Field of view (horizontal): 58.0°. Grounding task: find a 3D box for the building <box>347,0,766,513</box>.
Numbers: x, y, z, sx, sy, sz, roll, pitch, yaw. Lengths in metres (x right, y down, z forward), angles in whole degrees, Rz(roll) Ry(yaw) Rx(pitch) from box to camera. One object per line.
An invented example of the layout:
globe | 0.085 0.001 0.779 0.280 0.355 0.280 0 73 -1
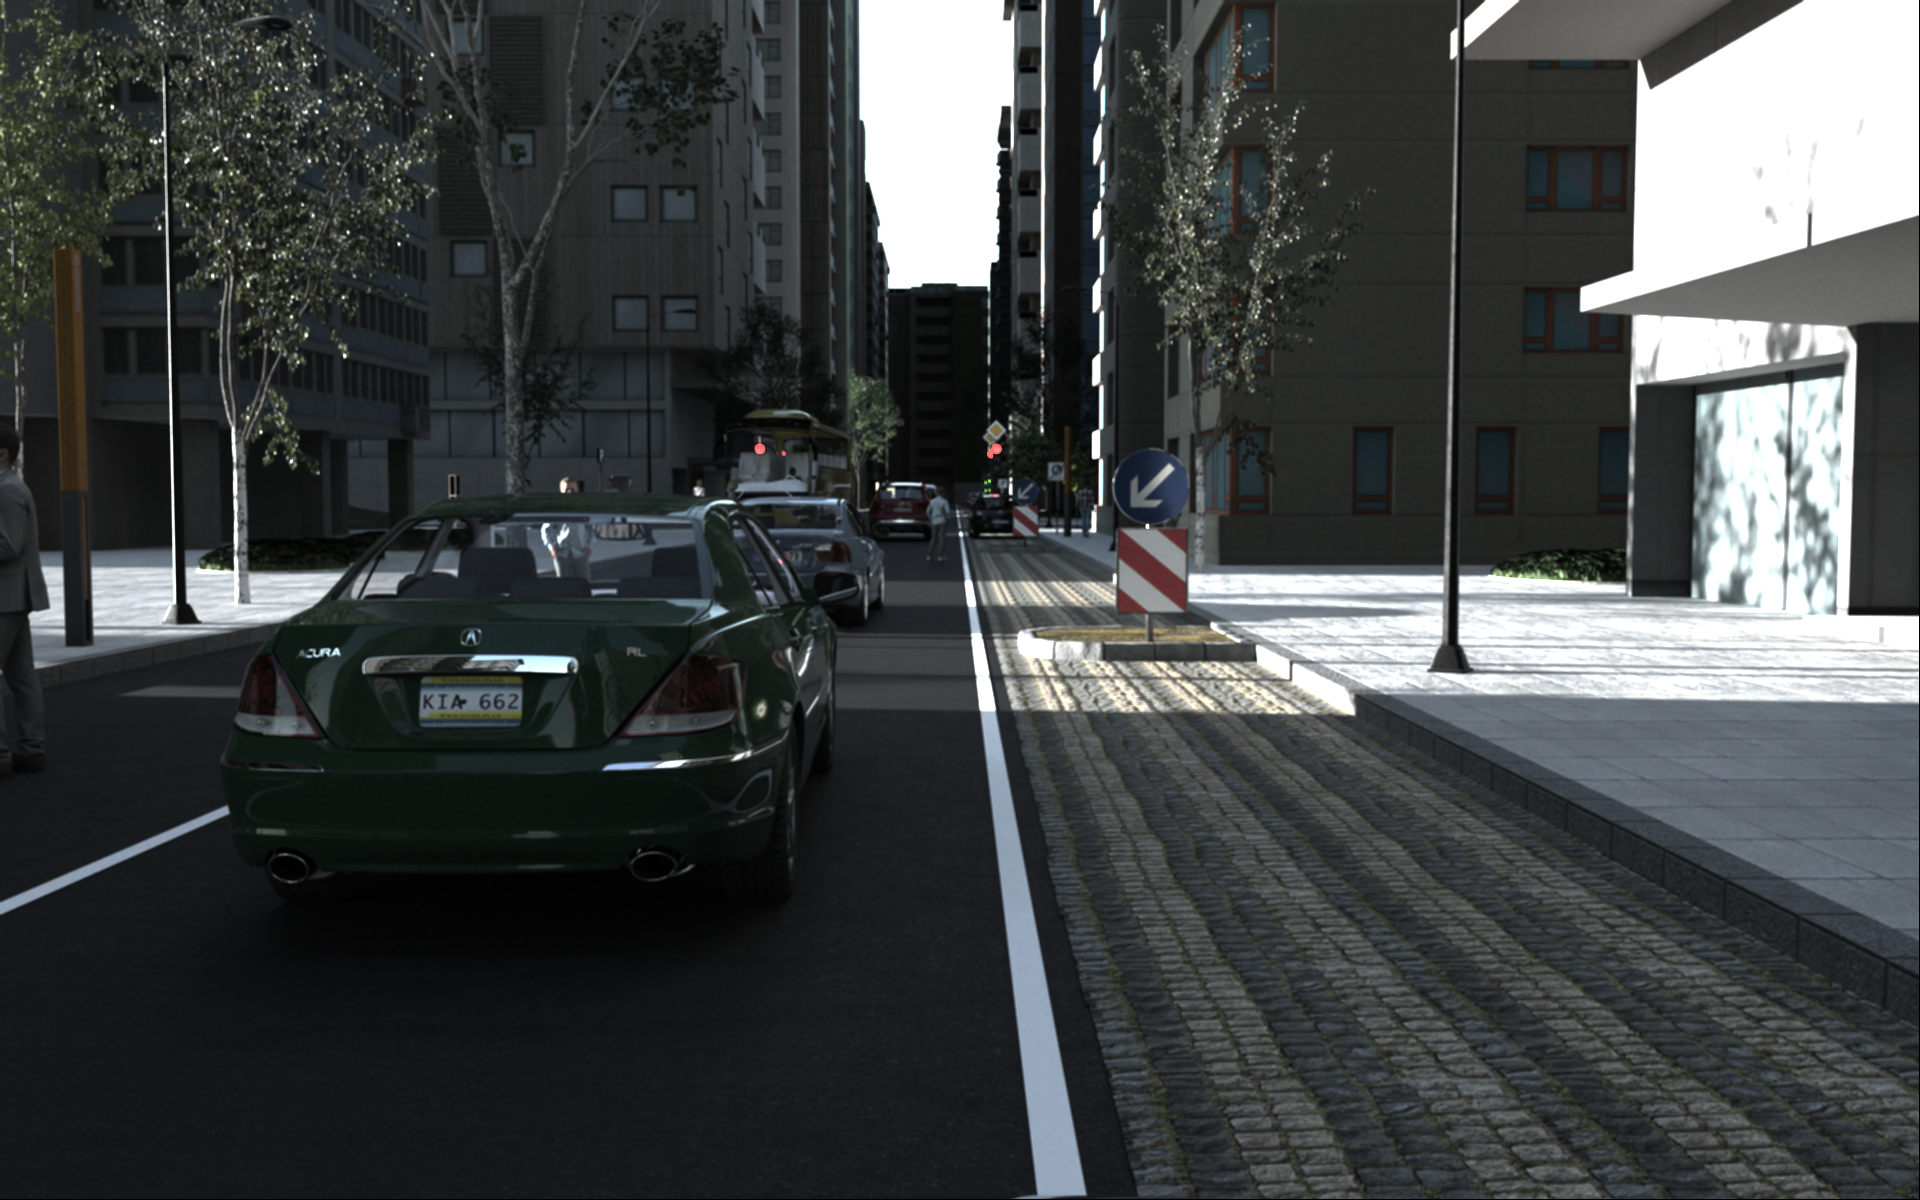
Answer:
building | -25.646 -31.116 97.991 28.713 52.752 27.495 0 4 0

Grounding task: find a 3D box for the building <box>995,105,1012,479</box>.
building | 15.157 -32.959 193.496 22.147 44.769 28.867 0 4 0

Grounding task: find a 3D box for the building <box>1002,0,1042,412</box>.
building | 18.712 -35.223 165.135 28.713 52.752 27.495 0 4 0

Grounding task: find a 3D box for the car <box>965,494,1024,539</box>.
car | 1.185 -2.845 56.296 2.009 1.686 4.222 0 4 -2

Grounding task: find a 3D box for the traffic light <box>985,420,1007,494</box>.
traffic light | 1.353 -4.687 65.554 0.839 4.253 0.868 0 4 0

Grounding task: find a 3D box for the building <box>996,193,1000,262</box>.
building | 12.253 -36.046 239.457 14.200 45.320 14.600 0 4 0

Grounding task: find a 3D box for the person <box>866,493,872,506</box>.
person | -9.611 -10.610 182.754 0.697 1.427 0.421 1 4 11

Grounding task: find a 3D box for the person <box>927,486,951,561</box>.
person | -0.439 -1.650 37.289 0.589 1.601 0.330 2 4 33

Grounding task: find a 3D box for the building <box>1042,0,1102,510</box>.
building | 12.080 -27.647 102.145 14.600 45.320 14.200 0 4 0

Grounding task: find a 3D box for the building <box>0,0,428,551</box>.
building | -28.429 -21.767 47.772 23.993 40.220 32.217 0 4 0

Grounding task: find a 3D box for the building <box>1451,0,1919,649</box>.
building | 19.475 -25.610 7.962 28.713 52.752 27.495 0 4 0

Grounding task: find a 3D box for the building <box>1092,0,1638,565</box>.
building | 18.458 -12.233 45.042 27.650 21.520 28.899 0 4 0

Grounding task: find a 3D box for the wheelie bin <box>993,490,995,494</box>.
wheelie bin | 2.825 -8.304 143.671 0.693 1.594 0.980 0 4 -4

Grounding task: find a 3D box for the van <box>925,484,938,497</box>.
van | -1.659 -4.288 77.126 2.013 2.044 4.112 0 4 -1

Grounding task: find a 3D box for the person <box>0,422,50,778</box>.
person | -4.963 -0.007 8.808 0.583 1.804 0.606 -2 4 -32

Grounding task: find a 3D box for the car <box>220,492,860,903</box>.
car | -1.522 0.262 7.520 2.131 1.459 4.920 0 4 -1

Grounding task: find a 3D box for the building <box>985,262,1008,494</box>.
building | 10.643 -27.169 215.920 14.160 30.474 14.107 0 4 0

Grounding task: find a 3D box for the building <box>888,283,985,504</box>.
building | -2.968 -28.633 239.852 14.107 30.474 14.160 0 4 0

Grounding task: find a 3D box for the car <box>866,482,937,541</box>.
car | -1.819 -2.798 54.423 2.281 1.827 5.304 0 4 -2

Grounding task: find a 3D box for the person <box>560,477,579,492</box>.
person | -3.983 -0.455 17.748 0.589 1.601 0.330 -1 4 -9

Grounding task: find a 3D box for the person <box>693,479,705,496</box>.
person | -9.898 -3.661 65.778 0.514 1.842 0.818 0 4 1

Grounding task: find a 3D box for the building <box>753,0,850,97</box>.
building | -15.487 -27.126 127.110 14.154 41.232 14.086 0 4 0

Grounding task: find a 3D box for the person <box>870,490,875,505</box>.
person | -9.383 -10.868 184.454 1.217 1.735 0.721 -1 4 -14

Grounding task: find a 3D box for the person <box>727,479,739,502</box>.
person | -5.719 -2.129 43.489 0.728 1.800 0.709 0 4 -6

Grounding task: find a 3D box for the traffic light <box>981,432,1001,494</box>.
traffic light | 1.329 -5.175 73.539 0.839 4.253 0.868 0 4 0

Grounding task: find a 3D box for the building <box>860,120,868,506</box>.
building | -17.283 -30.597 183.853 14.154 41.232 14.086 0 4 0

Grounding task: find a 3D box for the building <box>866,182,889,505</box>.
building | -21.551 -31.532 207.434 23.993 40.220 32.217 0 4 0

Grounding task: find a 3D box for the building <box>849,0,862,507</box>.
building | -20.531 -37.905 161.739 21.231 58.520 28.212 0 4 0

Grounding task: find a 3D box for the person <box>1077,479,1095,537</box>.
person | 3.749 -2.738 51.647 0.563 1.720 0.643 2 4 32

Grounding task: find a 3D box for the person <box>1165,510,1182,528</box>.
person | 3.834 -1.504 30.978 0.444 1.785 0.601 1 4 20

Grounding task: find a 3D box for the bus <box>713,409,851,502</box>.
bus | -5.187 -3.805 53.752 2.896 3.916 12.252 0 4 2

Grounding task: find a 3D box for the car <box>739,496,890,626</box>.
car | -1.851 -0.497 20.130 2.014 1.417 4.499 0 4 1

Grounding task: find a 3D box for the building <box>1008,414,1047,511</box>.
building | 15.331 -50.078 131.440 22.319 86.520 31.000 0 4 0

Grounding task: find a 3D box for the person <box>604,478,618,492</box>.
person | -9.858 -2.564 48.718 0.760 1.731 0.466 3 4 38

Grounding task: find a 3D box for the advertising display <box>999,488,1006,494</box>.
advertising display | 2.909 -6.971 119.191 0.123 1.923 0.974 1 4 22
